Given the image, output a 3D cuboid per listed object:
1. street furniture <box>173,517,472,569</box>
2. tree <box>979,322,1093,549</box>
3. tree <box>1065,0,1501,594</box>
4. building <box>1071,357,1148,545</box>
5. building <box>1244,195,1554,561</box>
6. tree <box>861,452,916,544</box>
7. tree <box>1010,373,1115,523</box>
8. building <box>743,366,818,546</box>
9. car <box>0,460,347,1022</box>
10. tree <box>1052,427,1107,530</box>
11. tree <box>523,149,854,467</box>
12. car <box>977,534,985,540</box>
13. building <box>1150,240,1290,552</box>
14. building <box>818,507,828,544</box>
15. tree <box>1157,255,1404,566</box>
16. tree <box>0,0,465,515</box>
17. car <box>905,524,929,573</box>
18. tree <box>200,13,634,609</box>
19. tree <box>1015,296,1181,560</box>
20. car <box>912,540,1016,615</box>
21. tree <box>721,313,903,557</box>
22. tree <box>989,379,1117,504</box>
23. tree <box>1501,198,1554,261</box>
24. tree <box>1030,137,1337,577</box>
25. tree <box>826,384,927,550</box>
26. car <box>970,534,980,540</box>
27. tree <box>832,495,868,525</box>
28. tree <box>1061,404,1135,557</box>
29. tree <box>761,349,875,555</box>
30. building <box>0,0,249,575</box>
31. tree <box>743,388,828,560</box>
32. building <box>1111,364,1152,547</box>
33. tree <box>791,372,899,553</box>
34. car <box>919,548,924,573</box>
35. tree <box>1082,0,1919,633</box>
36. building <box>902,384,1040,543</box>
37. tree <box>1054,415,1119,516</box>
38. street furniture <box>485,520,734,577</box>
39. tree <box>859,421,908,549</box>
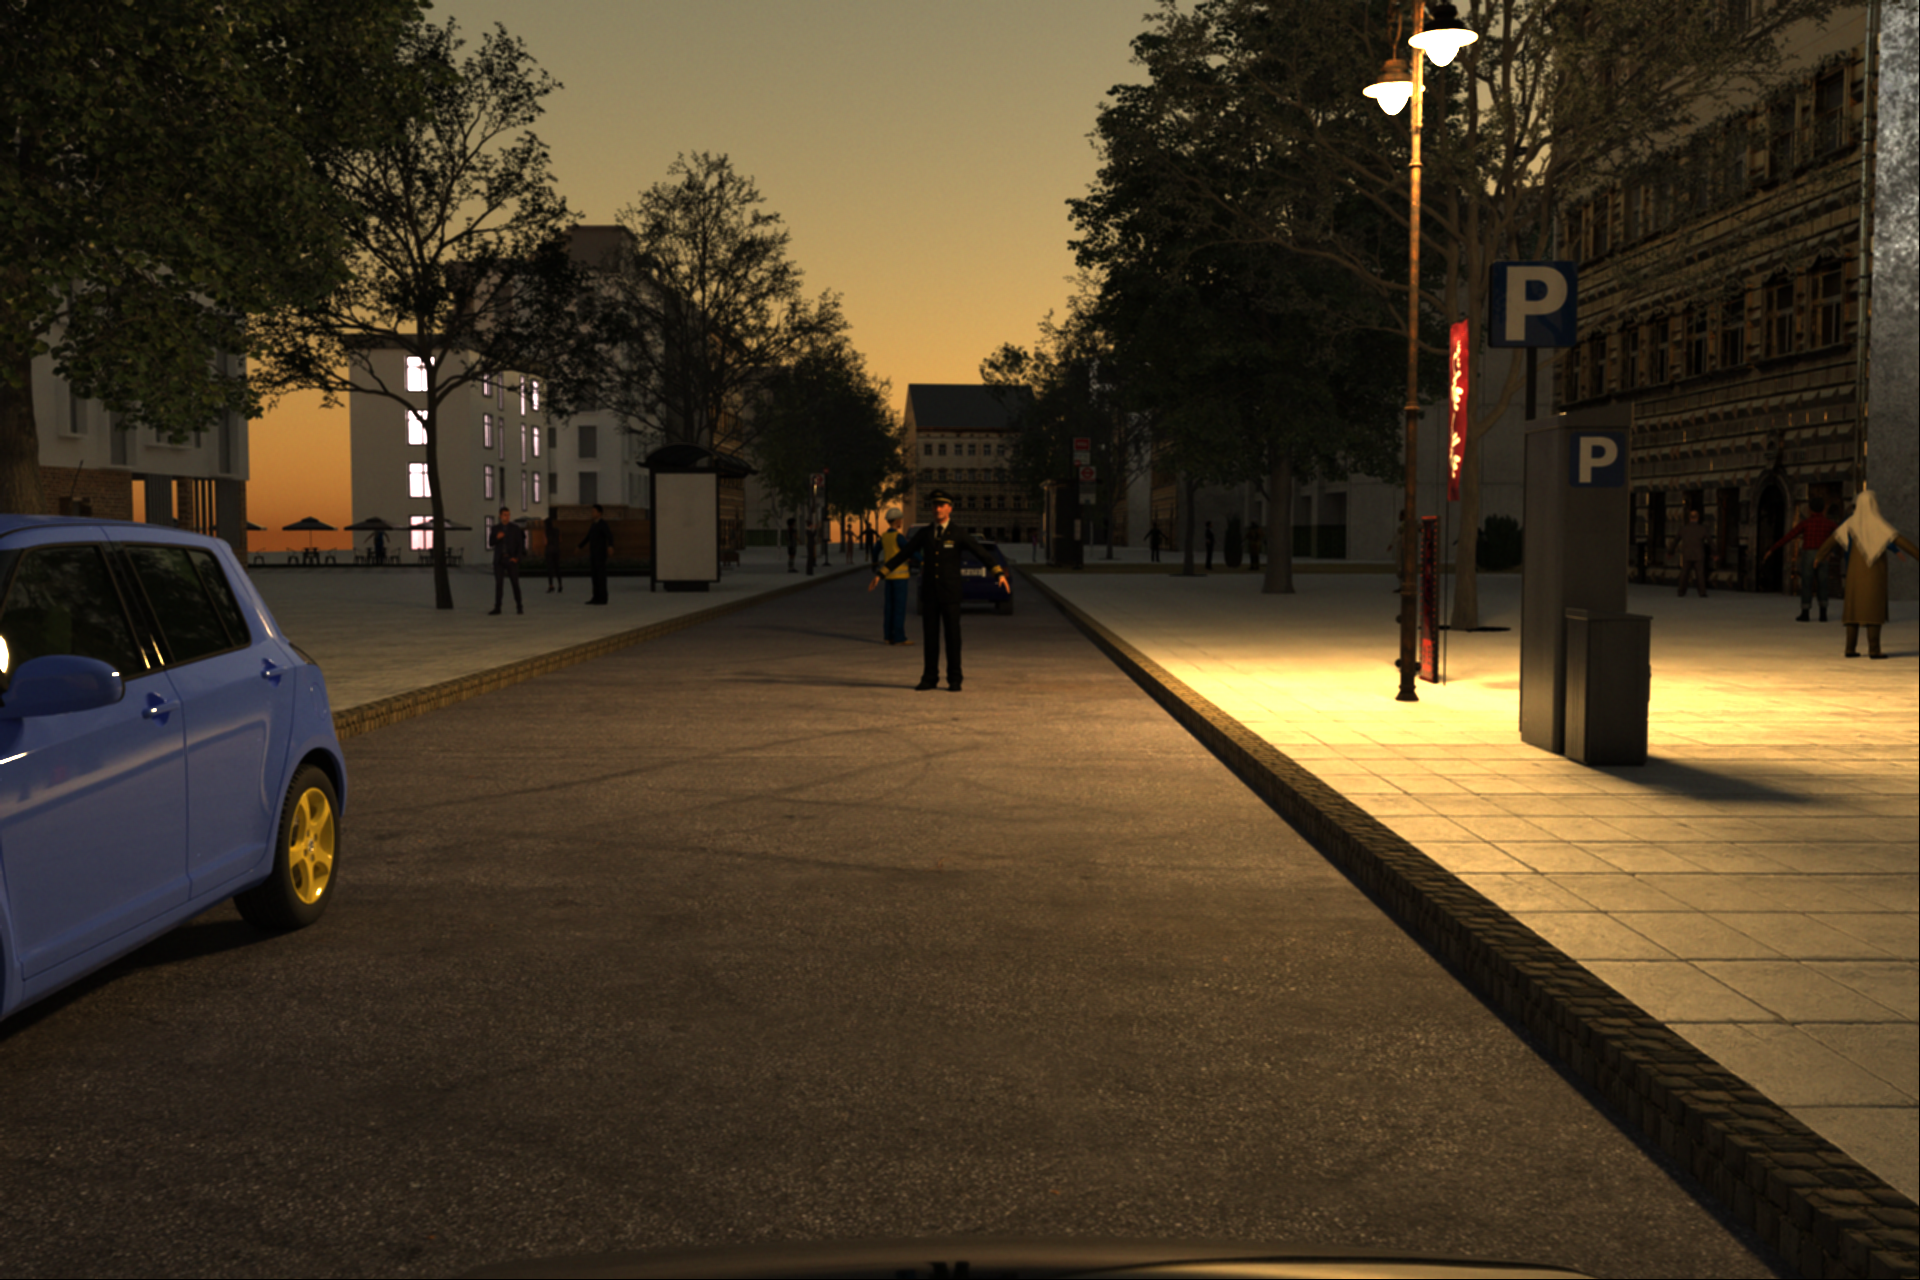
[{"bbox_3d":[-32.922,-3.576,63.490,27.439,1.986,14.083,0,4,-1],"label":"street furniture"},{"bbox_3d":[8.531,-18.143,152.519,12.611,20.169,13.585,0,3,0],"label":"tree"},{"bbox_3d":[6.938,-7.983,37.182,9.857,13.997,8.962,0,3,0],"label":"tree"},{"bbox_3d":[27.526,-22.765,216.177,27.936,21.610,32.646,0,4,1],"label":"building"},{"bbox_3d":[27.241,-14.233,99.161,16.747,18.905,31.486,0,4,0],"label":"building"},{"bbox_3d":[-7.520,-13.868,161.159,8.767,10.594,7.601,2,4,34],"label":"tree"},{"bbox_3d":[7.242,-12.434,121.420,7.486,12.596,7.792,0,3,0],"label":"tree"},{"bbox_3d":[-26.050,-20.273,197.915,16.747,18.905,31.486,0,4,1],"label":"building"},{"bbox_3d":[-3.202,0.278,5.041,1.945,1.707,3.694,0,4,1],"label":"car"},{"bbox_3d":[7.497,-9.869,111.713,4.360,8.622,3.978,0,3,0],"label":"tree"},{"bbox_3d":[-8.356,-8.826,54.681,12.009,13.543,11.850,0,3,0],"label":"tree"},{"bbox_3d":[1.099,-7.035,125.249,2.015,1.641,3.980,0,4,1],"label":"car"},{"bbox_3d":[24.677,-18.358,131.089,19.493,23.208,18.063,0,4,0],"label":"building"},{"bbox_3d":[-23.108,-22.360,222.001,16.016,20.090,11.380,0,4,0],"label":"building"},{"bbox_3d":[12.438,-9.713,69.185,12.009,13.543,11.850,0,3,0],"label":"tree"},{"bbox_3d":[-9.096,-6.709,16.341,9.857,13.997,8.962,0,3,0],"label":"tree"},{"bbox_3d":[-1.116,-3.297,62.585,2.281,1.827,5.304,0,3,0],"label":"car"},{"bbox_3d":[-9.187,-5.807,29.353,7.601,10.594,8.767,-1,4,-17],"label":"tree"},{"bbox_3d":[7.682,-10.797,86.904,12.009,13.543,11.850,0,3,0],"label":"tree"},{"bbox_3d":[0.081,-1.184,31.939,1.945,1.354,3.894,0,4,0],"label":"car"},{"bbox_3d":[-8.102,-11.296,95.051,12.009,13.543,11.850,0,3,0],"label":"tree"},{"bbox_3d":[7.328,-13.817,136.280,12.009,13.543,11.850,0,3,0],"label":"tree"},{"bbox_3d":[27.297,-13.261,72.708,12.611,20.169,13.585,0,3,0],"label":"tree"},{"bbox_3d":[7.122,-8.691,52.467,12.009,13.543,11.850,0,3,0],"label":"tree"},{"bbox_3d":[-8.006,-14.053,140.128,12.009,13.543,11.850,0,3,0],"label":"tree"},{"bbox_3d":[0.604,-6.382,116.144,2.131,1.459,4.920,0,4,1],"label":"car"},{"bbox_3d":[-17.350,-20.887,251.863,12.009,13.543,11.850,0,3,0],"label":"tree"},{"bbox_3d":[7.753,-9.073,98.704,4.737,8.622,4.395,0,3,0],"label":"tree"},{"bbox_3d":[-8.753,-11.506,106.254,7.486,12.596,7.792,0,3,0],"label":"tree"},{"bbox_3d":[-27.105,-11.257,40.479,16.016,20.090,11.380,0,4,0],"label":"building"},{"bbox_3d":[-8.749,-8.224,84.827,4.737,8.622,4.395,0,3,0],"label":"tree"},{"bbox_3d":[25.840,-21.358,180.125,19.493,23.208,18.063,0,3,0],"label":"building"},{"bbox_3d":[-8.105,-12.347,119.993,7.486,12.596,7.792,0,3,0],"label":"tree"},{"bbox_3d":[-0.377,-2.902,56.241,1.959,1.807,4.718,0,4,1],"label":"car"},{"bbox_3d":[6.887,-6.872,22.728,12.009,13.543,11.850,0,3,0],"label":"tree"},{"bbox_3d":[1.514,-25.645,252.674,18.063,23.208,19.493,0,4,-8],"label":"building"},{"bbox_3d":[7.039,-9.443,104.749,4.360,8.622,3.978,0,3,0],"label":"tree"},{"bbox_3d":[-12.103,-2.906,54.367,9.812,1.723,11.010,-1,4,-21],"label":"street furniture"},{"bbox_3d":[-8.217,-13.762,150.757,9.928,11.665,9.643,0,3,0],"label":"tree"}]
